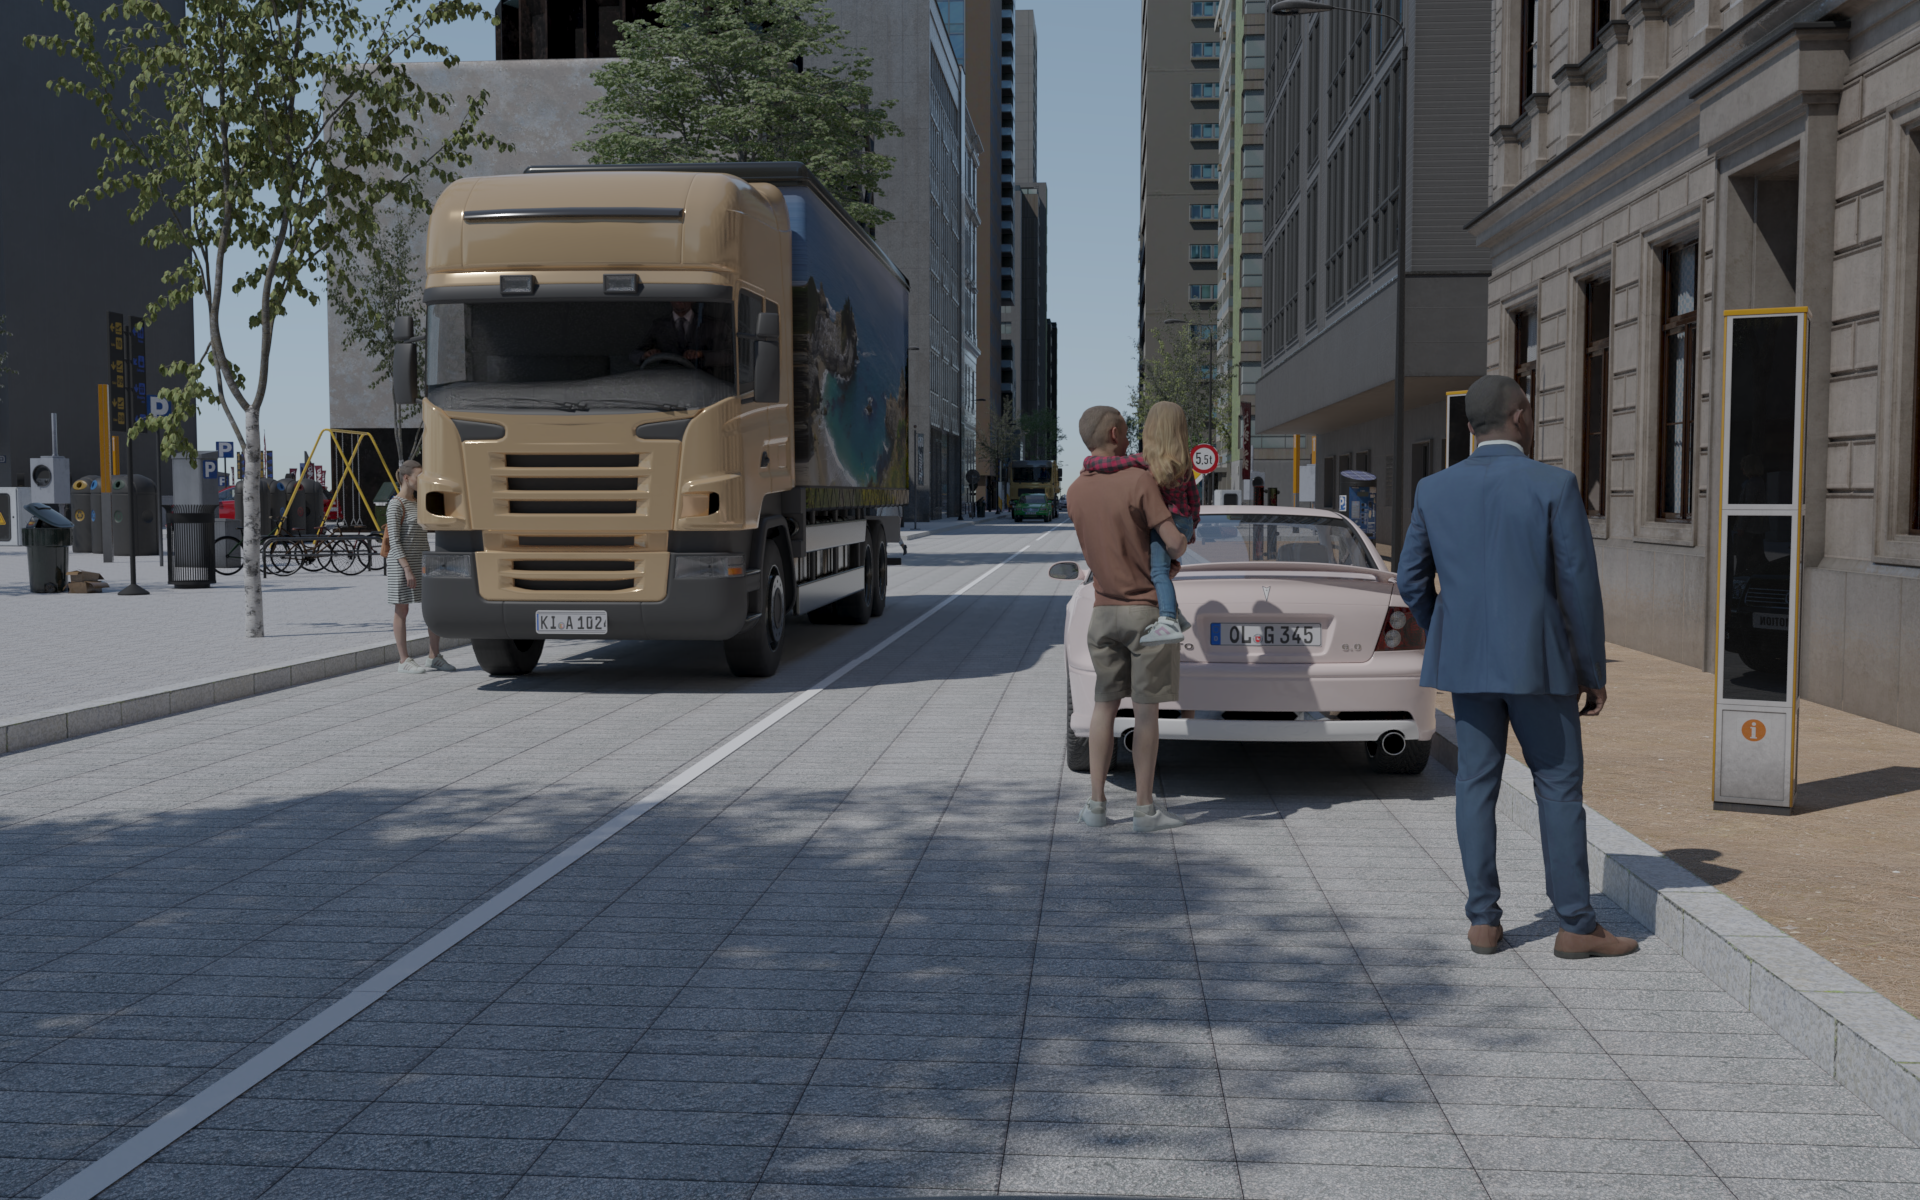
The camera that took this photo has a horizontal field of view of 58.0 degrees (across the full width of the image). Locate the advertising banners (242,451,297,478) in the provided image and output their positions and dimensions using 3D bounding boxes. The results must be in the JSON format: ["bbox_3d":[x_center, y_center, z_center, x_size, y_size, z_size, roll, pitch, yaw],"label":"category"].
[{"bbox_3d":[-26.558,-4.317,66.776,2.074,3.025,0.090,-1,4,-11],"label":"advertising banners"}]

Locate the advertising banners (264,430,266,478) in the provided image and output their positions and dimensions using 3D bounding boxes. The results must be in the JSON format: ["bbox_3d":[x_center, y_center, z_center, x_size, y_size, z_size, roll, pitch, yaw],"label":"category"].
[{"bbox_3d":[-19.129,-3.154,47.757,0.090,3.025,2.074,-1,4,-20],"label":"advertising banners"}]

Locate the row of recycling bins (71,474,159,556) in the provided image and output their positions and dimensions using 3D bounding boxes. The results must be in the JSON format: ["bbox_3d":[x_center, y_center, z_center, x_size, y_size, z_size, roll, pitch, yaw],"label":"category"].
[{"bbox_3d":[-18.061,-1.832,37.058,1.069,1.692,3.534,-3,5,-43],"label":"row of recycling bins"}]

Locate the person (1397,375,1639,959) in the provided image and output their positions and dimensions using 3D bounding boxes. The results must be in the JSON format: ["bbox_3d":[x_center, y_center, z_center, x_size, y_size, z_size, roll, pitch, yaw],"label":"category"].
[{"bbox_3d":[1.730,0.201,5.404,0.721,1.800,0.419,2,4,29],"label":"person"}]

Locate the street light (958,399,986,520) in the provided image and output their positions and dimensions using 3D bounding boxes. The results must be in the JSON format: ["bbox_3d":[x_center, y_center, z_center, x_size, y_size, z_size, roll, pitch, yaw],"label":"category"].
[{"bbox_3d":[0.567,-6.843,84.423,1.470,5.913,1.316,0,4,5],"label":"street light"}]

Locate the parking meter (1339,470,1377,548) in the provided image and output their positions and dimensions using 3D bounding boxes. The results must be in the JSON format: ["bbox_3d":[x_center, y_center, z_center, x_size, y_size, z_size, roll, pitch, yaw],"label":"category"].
[{"bbox_3d":[4.087,-0.575,17.811,0.372,1.533,0.369,0,3,0],"label":"parking meter"}]

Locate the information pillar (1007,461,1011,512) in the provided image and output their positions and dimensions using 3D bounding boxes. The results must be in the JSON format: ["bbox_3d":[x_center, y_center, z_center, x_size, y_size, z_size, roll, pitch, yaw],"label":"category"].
[{"bbox_3d":[3.429,-7.953,121.387,0.183,3.616,0.504,2,4,26],"label":"information pillar"}]

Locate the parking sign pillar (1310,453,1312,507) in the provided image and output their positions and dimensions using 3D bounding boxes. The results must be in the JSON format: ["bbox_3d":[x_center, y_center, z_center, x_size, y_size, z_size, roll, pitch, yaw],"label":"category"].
[{"bbox_3d":[16.625,-5.529,78.878,1.447,3.967,1.447,3,4,38],"label":"parking sign pillar"}]

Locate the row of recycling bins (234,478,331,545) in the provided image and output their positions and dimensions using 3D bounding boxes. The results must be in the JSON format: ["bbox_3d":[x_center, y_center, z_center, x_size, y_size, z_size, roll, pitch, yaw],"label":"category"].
[{"bbox_3d":[-17.654,-2.310,44.878,1.069,1.692,3.534,0,4,8],"label":"row of recycling bins"}]

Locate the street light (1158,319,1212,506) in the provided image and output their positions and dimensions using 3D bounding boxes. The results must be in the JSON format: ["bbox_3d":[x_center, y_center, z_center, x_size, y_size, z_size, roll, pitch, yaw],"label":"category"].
[{"bbox_3d":[6.114,-4.499,46.093,1.470,5.913,1.316,0,4,5],"label":"street light"}]

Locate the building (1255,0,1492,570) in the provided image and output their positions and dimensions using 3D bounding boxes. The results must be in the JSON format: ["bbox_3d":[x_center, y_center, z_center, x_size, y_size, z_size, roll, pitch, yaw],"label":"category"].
[{"bbox_3d":[13.673,-14.575,31.816,14.314,27.812,24.014,0,4,5],"label":"building"}]

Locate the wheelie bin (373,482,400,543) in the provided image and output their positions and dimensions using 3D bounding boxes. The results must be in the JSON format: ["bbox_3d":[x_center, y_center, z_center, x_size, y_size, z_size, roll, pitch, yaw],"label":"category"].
[{"bbox_3d":[-14.931,-2.295,45.429,0.980,1.594,0.693,3,4,37],"label":"wheelie bin"}]

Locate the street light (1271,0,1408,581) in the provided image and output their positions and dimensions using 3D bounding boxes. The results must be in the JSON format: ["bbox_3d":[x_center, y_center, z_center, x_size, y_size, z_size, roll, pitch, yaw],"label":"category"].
[{"bbox_3d":[3.627,-2.684,16.424,1.470,5.913,1.316,0,4,5],"label":"street light"}]

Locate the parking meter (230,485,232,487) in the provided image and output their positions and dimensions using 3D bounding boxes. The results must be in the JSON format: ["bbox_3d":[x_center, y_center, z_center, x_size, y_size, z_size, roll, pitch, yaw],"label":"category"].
[{"bbox_3d":[-48.442,-6.672,114.798,0.399,1.863,0.255,1,4,22],"label":"parking meter"}]

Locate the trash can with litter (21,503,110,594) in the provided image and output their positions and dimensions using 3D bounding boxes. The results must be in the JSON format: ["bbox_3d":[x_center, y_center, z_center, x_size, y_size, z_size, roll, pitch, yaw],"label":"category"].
[{"bbox_3d":[-11.617,-0.682,22.537,1.055,1.170,0.624,0,4,7],"label":"trash can with litter"}]

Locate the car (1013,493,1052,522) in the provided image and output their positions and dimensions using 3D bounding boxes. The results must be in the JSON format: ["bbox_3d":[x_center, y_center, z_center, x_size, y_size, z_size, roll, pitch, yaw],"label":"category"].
[{"bbox_3d":[3.763,-4.899,88.895,1.959,1.807,4.718,0,4,6],"label":"car"}]

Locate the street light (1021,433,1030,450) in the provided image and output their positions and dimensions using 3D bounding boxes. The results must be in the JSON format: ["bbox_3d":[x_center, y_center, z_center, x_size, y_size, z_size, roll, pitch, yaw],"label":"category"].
[{"bbox_3d":[4.467,-9.710,131.305,1.470,5.913,1.316,0,4,5],"label":"street light"}]

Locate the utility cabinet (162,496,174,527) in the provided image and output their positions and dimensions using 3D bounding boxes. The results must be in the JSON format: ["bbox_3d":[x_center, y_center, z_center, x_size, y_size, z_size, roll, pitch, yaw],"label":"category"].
[{"bbox_3d":[-30.709,-3.405,66.827,1.020,1.237,0.306,-2,4,-34],"label":"utility cabinet"}]

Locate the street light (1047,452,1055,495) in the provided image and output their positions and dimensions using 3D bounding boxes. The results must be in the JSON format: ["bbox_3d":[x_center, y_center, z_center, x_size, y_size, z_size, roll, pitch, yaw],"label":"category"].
[{"bbox_3d":[9.418,-13.358,190.937,1.470,5.913,1.316,0,4,5],"label":"street light"}]

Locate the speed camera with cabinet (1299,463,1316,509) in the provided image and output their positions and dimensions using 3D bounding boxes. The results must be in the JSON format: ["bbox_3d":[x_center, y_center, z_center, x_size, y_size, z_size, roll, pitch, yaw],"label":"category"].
[{"bbox_3d":[11.347,-3.667,54.291,0.660,3.252,2.038,3,4,38],"label":"speed camera with cabinet"}]

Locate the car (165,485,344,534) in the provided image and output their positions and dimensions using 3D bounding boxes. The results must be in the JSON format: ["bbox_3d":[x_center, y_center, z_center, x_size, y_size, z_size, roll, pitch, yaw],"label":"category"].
[{"bbox_3d":[-21.743,-2.731,53.320,5.304,1.827,2.281,0,4,4],"label":"car"}]

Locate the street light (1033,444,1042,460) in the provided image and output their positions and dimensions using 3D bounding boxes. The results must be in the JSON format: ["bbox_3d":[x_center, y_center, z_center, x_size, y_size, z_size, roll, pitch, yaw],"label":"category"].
[{"bbox_3d":[6.973,-11.532,161.081,1.470,5.913,1.316,0,4,5],"label":"street light"}]

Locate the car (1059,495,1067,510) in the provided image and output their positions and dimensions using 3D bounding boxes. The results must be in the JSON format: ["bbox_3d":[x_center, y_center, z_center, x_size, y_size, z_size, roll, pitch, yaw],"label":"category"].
[{"bbox_3d":[9.621,-8.651,153.810,2.083,1.381,4.827,0,4,6],"label":"car"}]

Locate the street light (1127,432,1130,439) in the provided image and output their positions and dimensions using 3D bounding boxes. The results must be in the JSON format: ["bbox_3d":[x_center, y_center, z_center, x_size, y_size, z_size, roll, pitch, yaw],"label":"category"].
[{"bbox_3d":[13.070,-9.566,128.947,1.470,5.913,1.316,0,4,5],"label":"street light"}]

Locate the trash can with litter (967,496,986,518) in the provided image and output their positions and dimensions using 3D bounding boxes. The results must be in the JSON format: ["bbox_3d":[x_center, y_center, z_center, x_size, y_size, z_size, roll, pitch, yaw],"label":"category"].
[{"bbox_3d":[0.902,-5.060,94.123,1.055,1.170,0.624,0,4,-2],"label":"trash can with litter"}]

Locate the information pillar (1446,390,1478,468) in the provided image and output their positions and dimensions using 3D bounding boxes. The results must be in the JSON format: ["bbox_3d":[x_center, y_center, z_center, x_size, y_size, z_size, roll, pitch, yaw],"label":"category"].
[{"bbox_3d":[3.689,-0.485,12.420,0.304,2.012,0.304,-2,4,-23],"label":"information pillar"}]

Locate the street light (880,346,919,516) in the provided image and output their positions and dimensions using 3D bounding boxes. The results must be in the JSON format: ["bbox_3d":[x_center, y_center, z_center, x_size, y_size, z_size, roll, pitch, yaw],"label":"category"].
[{"bbox_3d":[-1.972,-5.023,54.668,1.470,5.913,1.316,0,4,5],"label":"street light"}]

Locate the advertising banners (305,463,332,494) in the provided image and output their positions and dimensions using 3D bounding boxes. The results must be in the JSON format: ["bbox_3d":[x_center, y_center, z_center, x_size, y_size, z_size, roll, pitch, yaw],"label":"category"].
[{"bbox_3d":[-35.644,-6.174,97.129,2.074,3.025,0.090,-2,4,-35],"label":"advertising banners"}]

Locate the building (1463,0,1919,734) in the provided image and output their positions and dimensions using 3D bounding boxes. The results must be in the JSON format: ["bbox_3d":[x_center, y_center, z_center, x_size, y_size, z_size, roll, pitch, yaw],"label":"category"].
[{"bbox_3d":[10.025,-8.934,10.700,10.561,19.102,19.286,0,4,5],"label":"building"}]

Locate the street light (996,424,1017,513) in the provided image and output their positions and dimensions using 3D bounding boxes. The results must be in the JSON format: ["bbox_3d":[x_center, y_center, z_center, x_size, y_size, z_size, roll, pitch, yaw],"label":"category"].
[{"bbox_3d":[3.030,-8.658,114.094,1.470,5.913,1.316,0,4,5],"label":"street light"}]

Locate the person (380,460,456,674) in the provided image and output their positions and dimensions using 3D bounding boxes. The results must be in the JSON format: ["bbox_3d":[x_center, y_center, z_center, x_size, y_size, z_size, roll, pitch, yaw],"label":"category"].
[{"bbox_3d":[-4.394,-0.267,13.870,0.522,1.701,0.512,1,4,13],"label":"person"}]

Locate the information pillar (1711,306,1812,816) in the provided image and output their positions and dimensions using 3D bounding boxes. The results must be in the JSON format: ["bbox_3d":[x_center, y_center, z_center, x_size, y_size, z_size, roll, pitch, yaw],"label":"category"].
[{"bbox_3d":[3.248,-0.155,7.021,0.304,2.012,0.304,2,4,29],"label":"information pillar"}]

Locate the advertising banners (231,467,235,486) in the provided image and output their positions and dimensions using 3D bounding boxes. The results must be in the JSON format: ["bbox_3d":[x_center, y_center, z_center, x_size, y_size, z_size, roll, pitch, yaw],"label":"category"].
[{"bbox_3d":[-46.301,-7.026,111.061,0.090,3.025,2.074,0,4,0],"label":"advertising banners"}]

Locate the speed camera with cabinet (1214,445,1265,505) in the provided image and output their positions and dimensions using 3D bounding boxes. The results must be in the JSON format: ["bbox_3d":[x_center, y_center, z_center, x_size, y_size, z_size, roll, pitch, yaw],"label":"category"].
[{"bbox_3d":[11.269,-4.617,69.827,2.038,3.252,0.660,-1,4,-21],"label":"speed camera with cabinet"}]

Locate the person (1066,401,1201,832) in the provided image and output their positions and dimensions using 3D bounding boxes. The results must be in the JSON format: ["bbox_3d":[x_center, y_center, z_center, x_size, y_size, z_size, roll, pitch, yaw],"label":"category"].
[{"bbox_3d":[0.767,0.061,7.470,0.580,1.828,0.573,0,4,-7],"label":"person"}]

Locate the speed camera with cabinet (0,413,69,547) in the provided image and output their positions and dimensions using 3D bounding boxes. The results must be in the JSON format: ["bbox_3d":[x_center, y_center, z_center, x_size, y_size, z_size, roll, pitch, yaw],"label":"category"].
[{"bbox_3d":[-22.861,-2.941,42.417,2.038,3.252,0.660,1,4,14],"label":"speed camera with cabinet"}]

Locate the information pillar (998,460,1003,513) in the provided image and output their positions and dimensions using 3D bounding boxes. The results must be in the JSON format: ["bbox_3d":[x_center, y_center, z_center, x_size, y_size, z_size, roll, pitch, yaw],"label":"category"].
[{"bbox_3d":[2.774,-7.893,120.401,0.183,3.616,0.504,-2,4,-35],"label":"information pillar"}]

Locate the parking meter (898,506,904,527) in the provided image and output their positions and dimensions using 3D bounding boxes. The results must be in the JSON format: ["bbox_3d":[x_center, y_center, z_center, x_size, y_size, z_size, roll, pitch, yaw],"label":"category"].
[{"bbox_3d":[-2.335,-3.561,66.640,0.372,1.533,0.369,0,3,0],"label":"parking meter"}]

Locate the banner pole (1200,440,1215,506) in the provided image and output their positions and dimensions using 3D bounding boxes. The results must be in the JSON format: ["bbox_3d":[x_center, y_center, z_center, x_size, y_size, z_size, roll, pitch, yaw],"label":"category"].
[{"bbox_3d":[11.473,-5.507,80.061,0.863,3.779,0.401,0,4,7],"label":"banner pole"}]

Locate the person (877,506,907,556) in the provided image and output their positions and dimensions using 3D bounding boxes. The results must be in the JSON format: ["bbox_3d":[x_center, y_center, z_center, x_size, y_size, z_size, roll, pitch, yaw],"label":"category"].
[{"bbox_3d":[-1.557,-1.914,39.675,0.818,1.842,0.514,3,5,42],"label":"person"}]

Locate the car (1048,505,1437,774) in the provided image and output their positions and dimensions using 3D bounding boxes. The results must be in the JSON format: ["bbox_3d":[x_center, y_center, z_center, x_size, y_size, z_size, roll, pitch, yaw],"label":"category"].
[{"bbox_3d":[1.556,0.127,10.285,2.083,1.381,4.827,0,4,4],"label":"car"}]

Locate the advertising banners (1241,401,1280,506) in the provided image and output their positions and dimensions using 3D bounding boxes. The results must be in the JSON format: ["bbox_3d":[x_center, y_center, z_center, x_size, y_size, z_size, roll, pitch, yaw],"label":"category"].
[{"bbox_3d":[5.806,-2.287,33.574,0.090,3.025,2.074,2,4,31],"label":"advertising banners"}]

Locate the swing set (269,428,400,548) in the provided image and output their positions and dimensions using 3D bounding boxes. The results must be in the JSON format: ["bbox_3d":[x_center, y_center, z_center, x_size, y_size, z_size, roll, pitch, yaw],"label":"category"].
[{"bbox_3d":[-15.075,-2.749,42.564,2.862,2.851,3.119,0,4,0],"label":"swing set"}]

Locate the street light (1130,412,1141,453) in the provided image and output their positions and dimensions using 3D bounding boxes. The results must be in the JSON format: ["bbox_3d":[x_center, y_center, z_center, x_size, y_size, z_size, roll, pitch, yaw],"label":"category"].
[{"bbox_3d":[10.547,-7.707,98.543,1.470,5.913,1.316,0,4,5],"label":"street light"}]

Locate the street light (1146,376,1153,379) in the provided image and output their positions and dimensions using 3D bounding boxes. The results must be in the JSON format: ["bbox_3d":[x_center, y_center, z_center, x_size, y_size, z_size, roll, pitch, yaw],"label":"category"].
[{"bbox_3d":[8.029,-5.865,68.435,1.470,5.913,1.316,0,4,5],"label":"street light"}]

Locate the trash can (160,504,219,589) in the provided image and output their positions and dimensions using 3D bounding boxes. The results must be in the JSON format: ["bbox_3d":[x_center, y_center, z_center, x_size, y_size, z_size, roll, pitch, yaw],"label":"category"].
[{"bbox_3d":[-10.483,-0.732,23.615,0.748,1.137,0.748,0,3,0],"label":"trash can"}]

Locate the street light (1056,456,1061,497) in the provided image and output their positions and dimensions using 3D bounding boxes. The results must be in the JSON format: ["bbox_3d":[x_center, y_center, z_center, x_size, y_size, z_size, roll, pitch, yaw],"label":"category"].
[{"bbox_3d":[11.387,-14.757,213.812,1.470,5.913,1.316,0,4,5],"label":"street light"}]

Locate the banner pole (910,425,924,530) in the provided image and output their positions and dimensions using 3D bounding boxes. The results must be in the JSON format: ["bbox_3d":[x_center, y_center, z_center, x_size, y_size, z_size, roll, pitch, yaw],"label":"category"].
[{"bbox_3d":[-1.505,-4.451,62.787,0.401,3.779,0.863,2,4,28],"label":"banner pole"}]

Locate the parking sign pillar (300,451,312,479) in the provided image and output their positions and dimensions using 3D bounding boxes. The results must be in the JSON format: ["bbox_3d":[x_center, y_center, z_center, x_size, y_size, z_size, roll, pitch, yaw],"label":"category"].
[{"bbox_3d":[-40.606,-7.289,107.649,1.447,3.967,1.447,-3,4,-36],"label":"parking sign pillar"}]
